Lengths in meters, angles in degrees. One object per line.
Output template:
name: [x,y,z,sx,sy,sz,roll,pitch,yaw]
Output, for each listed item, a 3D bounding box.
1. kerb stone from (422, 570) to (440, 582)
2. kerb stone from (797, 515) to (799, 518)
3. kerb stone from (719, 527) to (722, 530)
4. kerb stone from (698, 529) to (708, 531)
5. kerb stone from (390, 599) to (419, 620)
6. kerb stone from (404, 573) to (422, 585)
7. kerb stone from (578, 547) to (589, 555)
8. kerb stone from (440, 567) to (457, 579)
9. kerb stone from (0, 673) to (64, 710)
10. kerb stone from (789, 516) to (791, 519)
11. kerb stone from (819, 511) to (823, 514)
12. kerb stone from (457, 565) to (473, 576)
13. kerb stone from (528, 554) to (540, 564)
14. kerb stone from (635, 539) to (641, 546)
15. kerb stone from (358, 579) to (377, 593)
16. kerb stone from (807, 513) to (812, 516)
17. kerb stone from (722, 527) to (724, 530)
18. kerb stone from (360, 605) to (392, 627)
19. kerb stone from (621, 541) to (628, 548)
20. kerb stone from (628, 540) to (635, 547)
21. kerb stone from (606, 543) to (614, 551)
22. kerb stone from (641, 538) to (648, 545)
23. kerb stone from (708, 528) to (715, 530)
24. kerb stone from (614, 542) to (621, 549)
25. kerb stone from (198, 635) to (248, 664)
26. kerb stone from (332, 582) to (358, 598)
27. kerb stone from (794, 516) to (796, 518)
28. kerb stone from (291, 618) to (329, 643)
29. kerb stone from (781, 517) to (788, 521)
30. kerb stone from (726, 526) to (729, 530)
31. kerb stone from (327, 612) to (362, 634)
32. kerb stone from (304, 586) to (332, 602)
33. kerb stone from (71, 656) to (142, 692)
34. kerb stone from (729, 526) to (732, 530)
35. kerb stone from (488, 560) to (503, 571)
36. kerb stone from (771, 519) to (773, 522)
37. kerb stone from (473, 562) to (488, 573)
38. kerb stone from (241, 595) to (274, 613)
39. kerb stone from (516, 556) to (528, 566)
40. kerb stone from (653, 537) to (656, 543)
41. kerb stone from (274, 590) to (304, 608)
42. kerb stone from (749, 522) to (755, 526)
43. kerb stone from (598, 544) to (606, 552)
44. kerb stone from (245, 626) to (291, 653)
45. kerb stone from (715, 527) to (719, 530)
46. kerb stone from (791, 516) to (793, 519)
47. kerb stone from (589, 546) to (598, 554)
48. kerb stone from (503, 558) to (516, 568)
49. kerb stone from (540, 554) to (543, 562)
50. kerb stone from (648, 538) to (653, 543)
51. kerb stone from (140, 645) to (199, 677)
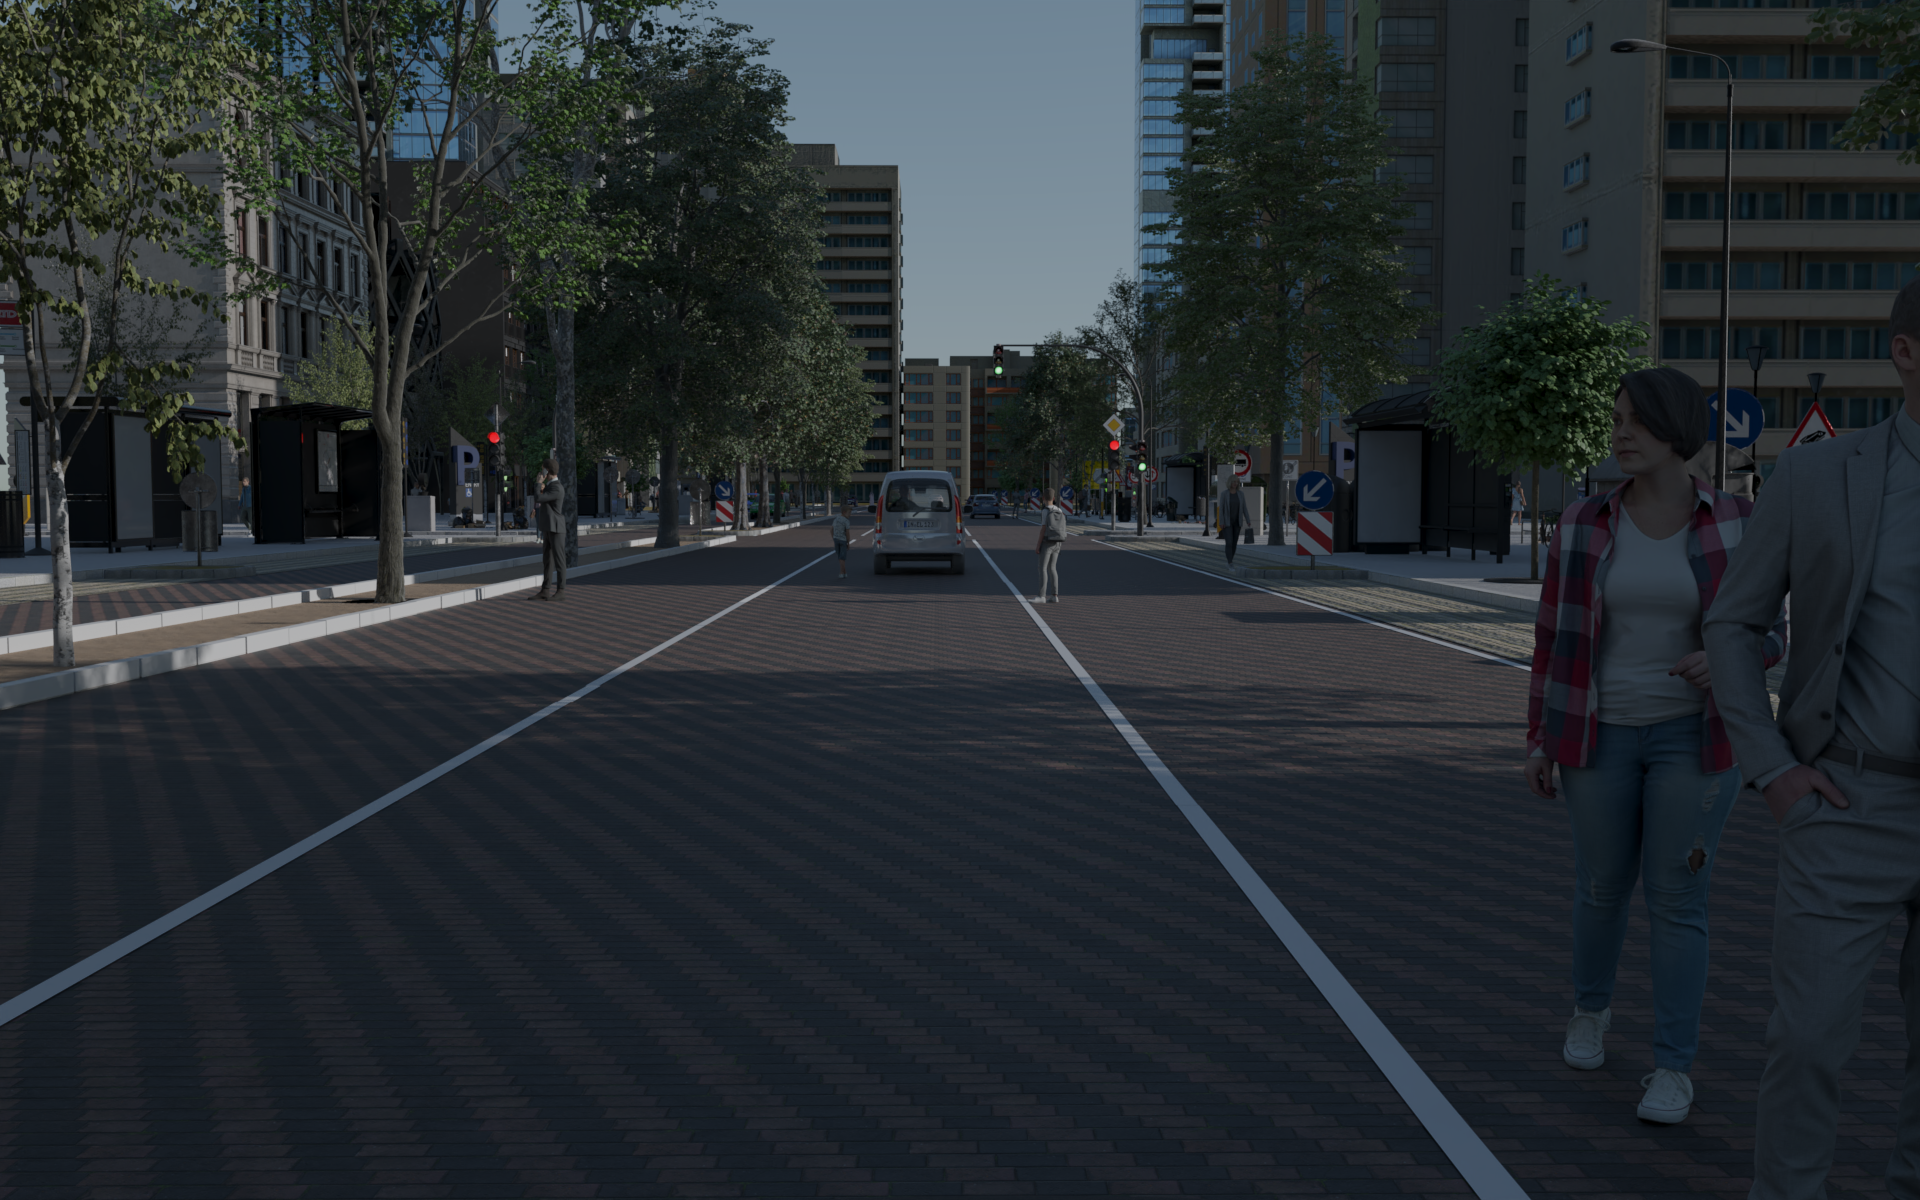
kerb stone: [-8.748,-0.374,28.318,0.120,0.150,1.000,0,4,-1]
kerb stone: [-9.727,-4.860,101.659,0.120,0.150,1.000,0,4,-1]
kerb stone: [-9.243,-2.663,65.752,0.120,0.150,1.000,0,4,-1]
kerb stone: [-9.190,-2.413,61.653,0.120,0.150,1.000,0,4,-1]
kerb stone: [-6.541,0.126,20.184,0.120,0.150,1.000,0,4,-1]
kerb stone: [-8.732,-0.307,27.289,0.120,0.150,1.000,0,4,-1]
kerb stone: [-8.912,-1.127,40.618,0.120,0.150,1.000,0,4,-1]
kerb stone: [-8.762,-0.437,29.347,0.120,0.150,1.000,0,4,-1]
kerb stone: [-6.429,0.626,11.960,0.120,0.150,1.000,0,4,-1]
kerb stone: [-9.661,-4.546,96.517,0.120,0.150,1.000,0,4,-1]
kerb stone: [-10.010,-6.177,123.188,0.120,0.150,1.000,0,4,-1]
kerb stone: [-8.776,-0.500,30.373,0.120,0.150,1.000,0,4,-1]
kerb stone: [-8.846,-0.814,35.507,0.120,0.150,1.000,0,4,-1]
kerb stone: [-9.014,-1.565,47.776,0.120,0.150,1.000,0,4,-1]
kerb stone: [-8.707,-0.186,25.243,0.120,0.150,1.000,0,4,-1]
kerb stone: [-9.882,-5.614,113.976,0.120,0.150,1.000,0,4,-1]
kerb stone: [-9.257,-2.723,66.775,0.120,0.150,1.000,0,4,-1]
kerb stone: [-6.525,0.192,19.148,0.120,0.150,1.000,0,4,-1]
kerb stone: [-8.981,-1.432,45.730,0.120,0.150,1.000,0,4,-1]
kerb stone: [-8.990,-1.500,46.754,0.120,0.150,1.000,0,4,-1]
kerb stone: [-8.957,-1.314,43.683,0.120,0.150,1.000,0,4,-1]
kerb stone: [-9.021,-1.623,48.798,0.120,0.150,1.000,0,4,-1]
kerb stone: [-9.224,-2.539,63.701,0.120,0.150,1.000,0,4,-1]
kerb stone: [-8.971,-1.377,44.708,0.120,0.150,1.000,0,4,-1]
kerb stone: [-6.467,0.442,15.044,0.120,0.150,1.000,0,4,-1]
kerb stone: [-8.687,-0.124,24.216,0.120,0.150,1.000,0,4,-1]
kerb stone: [-9.698,-4.734,99.602,0.120,0.150,1.000,0,4,-1]
kerb stone: [-6.496,0.318,17.097,0.120,0.150,1.000,0,4,-1]
kerb stone: [-9.633,-4.420,94.467,0.120,0.150,1.000,0,4,-1]
kerb stone: [-9.267,-2.789,67.798,0.120,0.150,1.000,0,4,-1]
kerb stone: [-6.511,0.251,18.119,0.120,0.150,1.000,0,4,-1]
kerb stone: [-8.678,-0.061,23.192,0.120,0.150,1.000,0,4,-1]
kerb stone: [-6.446,0.563,12.989,0.120,0.150,1.000,0,4,-1]
kerb stone: [-9.285,-2.852,68.825,0.120,0.150,1.000,0,4,-1]
kerb stone: [-8.798,-0.625,32.419,0.120,0.150,1.000,0,4,-1]
kerb stone: [-9.550,-4.107,89.341,0.120,0.150,1.000,0,4,-1]
kerb stone: [-8.785,-0.562,31.395,0.120,0.150,1.000,0,4,-1]
kerb stone: [-8.657,0.067,21.133,0.120,0.150,1.000,0,4,-1]
kerb stone: [-8.820,-0.751,34.476,0.120,0.150,1.000,0,4,-1]
kerb stone: [-9.048,-1.747,50.852,0.120,0.150,1.000,0,4,-1]
kerb stone: [-8.663,0.002,22.155,0.120,0.150,1.000,0,4,-1]
kerb stone: [-9.416,-3.475,79.080,0.120,0.150,1.000,0,4,-1]
kerb stone: [-8.935,-1.252,42.662,0.120,0.150,1.000,0,4,-1]
kerb stone: [-6.476,0.374,16.073,0.120,0.150,1.000,0,4,-1]
kerb stone: [-9.237,-2.601,64.723,0.120,0.150,1.000,0,4,-1]
kerb stone: [-9.668,-4.608,97.539,0.120,0.150,1.000,0,4,-1]
kerb stone: [-8.925,-1.189,41.640,0.120,0.150,1.000,0,4,-1]
kerb stone: [-8.813,-0.682,33.448,0.120,0.150,1.000,0,4,-1]
kerb stone: [-8.864,-0.877,36.529,0.120,0.150,1.000,0,4,-1]
kerb stone: [-9.036,-1.690,49.820,0.120,0.150,1.000,0,4,-1]
kerb stone: [-6.457,0.500,14.022,0.120,0.150,1.000,0,4,-1]
